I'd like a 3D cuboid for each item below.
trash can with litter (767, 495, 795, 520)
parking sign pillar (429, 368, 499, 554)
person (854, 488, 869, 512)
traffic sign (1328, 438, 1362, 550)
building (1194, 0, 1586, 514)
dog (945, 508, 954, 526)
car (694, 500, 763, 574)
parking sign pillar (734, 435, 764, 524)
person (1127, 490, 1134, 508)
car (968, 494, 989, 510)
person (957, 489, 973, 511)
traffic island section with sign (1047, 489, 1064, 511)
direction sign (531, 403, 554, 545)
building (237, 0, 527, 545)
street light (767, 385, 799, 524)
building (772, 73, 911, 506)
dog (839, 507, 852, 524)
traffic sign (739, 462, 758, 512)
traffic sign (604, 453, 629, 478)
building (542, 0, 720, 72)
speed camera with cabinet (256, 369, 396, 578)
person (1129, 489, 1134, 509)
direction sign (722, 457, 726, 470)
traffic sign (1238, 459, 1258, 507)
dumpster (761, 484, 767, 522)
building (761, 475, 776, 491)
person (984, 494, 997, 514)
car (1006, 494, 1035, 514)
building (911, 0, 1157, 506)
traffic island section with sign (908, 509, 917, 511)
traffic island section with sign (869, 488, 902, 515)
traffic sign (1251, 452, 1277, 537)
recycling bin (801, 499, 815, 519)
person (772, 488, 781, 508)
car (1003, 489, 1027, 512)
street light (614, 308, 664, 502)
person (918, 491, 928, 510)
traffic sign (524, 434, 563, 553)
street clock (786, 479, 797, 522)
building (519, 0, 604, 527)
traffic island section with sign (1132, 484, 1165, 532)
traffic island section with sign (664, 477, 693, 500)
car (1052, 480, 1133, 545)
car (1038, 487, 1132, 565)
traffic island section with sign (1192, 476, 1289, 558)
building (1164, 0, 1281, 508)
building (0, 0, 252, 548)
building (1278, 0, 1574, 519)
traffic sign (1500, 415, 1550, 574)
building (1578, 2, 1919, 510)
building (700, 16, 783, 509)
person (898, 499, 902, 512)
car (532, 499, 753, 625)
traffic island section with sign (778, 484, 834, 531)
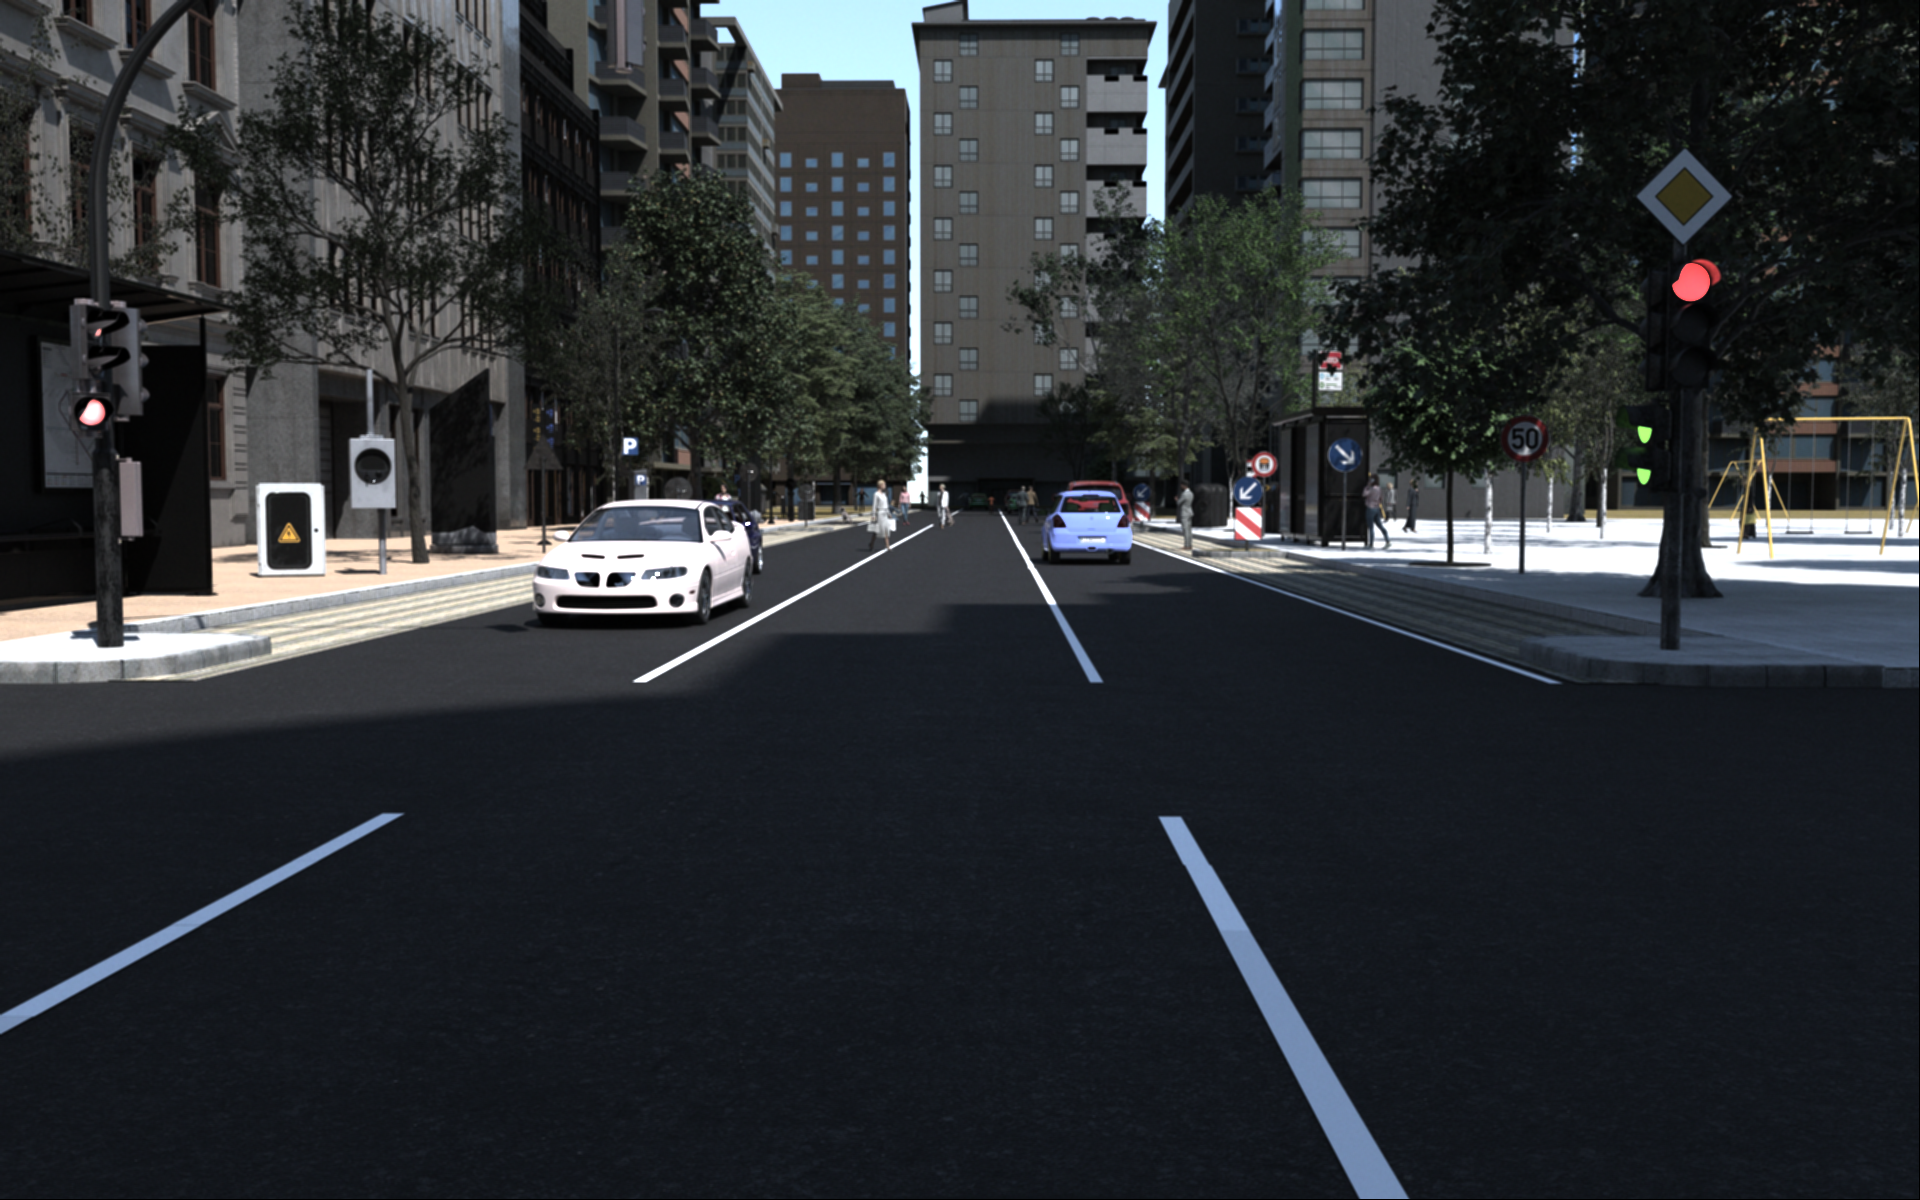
[{"bbox_3d":[-8.789,-4.589,86.092,1.678,1.210,2.233,-1,4,-18],"label":"trash can with litter"},{"bbox_3d":[-10.734,-2.992,37.386,1.447,3.967,1.447,0,4,5],"label":"parking sign pillar"},{"bbox_3d":[-7.181,-7.294,126.127,1.217,1.723,0.721,1,4,18],"label":"person"},{"bbox_3d":[8.753,-2.406,39.450,0.768,2.556,0.104,0,4,2],"label":"traffic sign"},{"bbox_3d":[29.188,-49.218,117.378,22.319,86.520,31.000,0,4,1],"label":"building"},{"bbox_3d":[-0.522,-3.783,78.696,0.513,0.831,0.800,0,4,7],"label":"dog"},{"bbox_3d":[-4.450,-1.050,29.753,1.945,1.354,3.894,0,4,1],"label":"car"},{"bbox_3d":[-9.280,-5.328,75.585,1.447,3.967,1.447,3,4,36],"label":"parking sign pillar"},{"bbox_3d":[16.052,-9.626,164.109,1.217,1.739,0.721,0,4,4],"label":"person"},{"bbox_3d":[1.717,-9.157,158.512,1.959,1.807,4.718,0,4,0],"label":"car"},{"bbox_3d":[0.464,-8.263,143.690,1.350,1.814,0.705,-1,4,-15],"label":"person"},{"bbox_3d":[8.153,-8.219,143.003,1.989,1.847,2.006,0,4,1],"label":"traffic island section with sign"},{"bbox_3d":[-10.510,-3.162,43.704,0.379,3.537,0.876,2,4,23],"label":"direction sign"},{"bbox_3d":[-22.036,-14.363,52.864,12.078,24.808,19.932,0,4,1],"label":"building"},{"bbox_3d":[-7.526,-6.194,73.805,1.470,5.913,1.316,0,4,1],"label":"street light"},{"bbox_3d":[-12.651,-32.891,187.879,14.200,45.320,14.600,0,4,1],"label":"building"},{"bbox_3d":[-5.398,-4.052,83.087,0.513,0.831,0.800,-3,4,-38],"label":"dog"},{"bbox_3d":[-8.443,-4.225,69.190,0.768,2.556,0.104,0,4,2],"label":"traffic sign"},{"bbox_3d":[-10.613,-3.286,53.724,0.884,2.594,0.081,0,4,1],"label":"traffic sign"},{"bbox_3d":[-26.604,-27.533,104.788,22.147,44.769,28.867,0,4,1],"label":"building"},{"bbox_3d":[-9.923,-2.004,27.098,2.038,3.252,0.660,-1,4,-22],"label":"speed camera with cabinet"},{"bbox_3d":[14.756,-8.805,150.720,0.721,1.743,1.217,-2,4,-30],"label":"person"},{"bbox_3d":[-10.502,-5.213,77.227,0.379,3.537,0.876,-1,4,-18],"label":"direction sign"},{"bbox_3d":[10.536,-3.859,63.197,0.768,2.556,0.104,0,4,6],"label":"traffic sign"},{"bbox_3d":[-9.456,-4.445,78.438,1.264,1.857,1.865,0,4,1],"label":"dumpster"},{"bbox_3d":[-34.196,-32.870,192.045,28.867,44.769,22.147,0,4,1],"label":"building"},{"bbox_3d":[2.230,-6.901,124.589,1.065,1.426,0.557,-2,4,-30],"label":"person"},{"bbox_3d":[4.420,-7.068,127.359,2.131,1.459,4.920,0,4,3],"label":"car"},{"bbox_3d":[8.976,-36.992,194.054,27.495,52.752,28.713,0,4,1],"label":"building"},{"bbox_3d":[-4.562,-8.233,143.235,1.989,1.847,2.006,0,4,1],"label":"traffic island section with sign"},{"bbox_3d":[-5.036,-6.584,116.284,1.989,1.847,2.006,0,4,1],"label":"traffic island section with sign"},{"bbox_3d":[9.113,-3.171,51.955,0.768,2.556,0.104,0,4,3],"label":"traffic sign"},{"bbox_3d":[-7.895,-4.722,89.760,0.722,1.027,0.722,0,4,-5],"label":"recycling bin"},{"bbox_3d":[-17.272,-9.500,160.995,1.348,1.869,0.705,-2,4,-29],"label":"person"},{"bbox_3d":[4.674,-8.221,143.088,2.281,1.827,5.304,0,4,1],"label":"car"},{"bbox_3d":[-8.097,-4.338,43.467,1.470,5.913,1.316,0,4,1],"label":"street light"},{"bbox_3d":[-3.323,-8.969,155.961,1.217,1.723,0.721,3,5,44],"label":"person"},{"bbox_3d":[-9.029,-2.295,37.523,0.884,2.594,0.081,0,4,6],"label":"traffic sign"},{"bbox_3d":[-7.881,-4.665,80.849,0.471,2.002,0.358,1,4,16],"label":"street clock"},{"bbox_3d":[-22.552,-14.746,70.769,12.332,23.373,15.834,0,4,1],"label":"building"},{"bbox_3d":[6.813,-3.537,66.457,1.989,1.847,2.006,0,4,1],"label":"traffic island section with sign"},{"bbox_3d":[-6.396,-1.866,39.140,1.989,1.847,2.006,0,4,1],"label":"traffic island section with sign"},{"bbox_3d":[3.774,-2.483,49.263,2.281,1.827,5.304,0,4,2],"label":"car"},{"bbox_3d":[2.628,-1.648,36.528,1.945,1.707,3.694,0,4,-1],"label":"car"},{"bbox_3d":[6.347,-1.889,39.506,1.989,1.847,2.006,0,4,1],"label":"traffic island section with sign"},{"bbox_3d":[29.091,-31.926,145.696,21.300,48.544,21.600,0,4,1],"label":"building"},{"bbox_3d":[-22.727,-12.001,32.366,11.583,22.565,21.152,0,4,1],"label":"building"},{"bbox_3d":[24.803,-25.226,96.034,14.154,41.232,14.086,0,4,1],"label":"building"},{"bbox_3d":[9.064,-1.698,27.870,0.768,2.556,0.104,0,4,6],"label":"traffic sign"},{"bbox_3d":[66.664,-29.972,144.673,28.867,44.769,22.147,0,4,1],"label":"building"},{"bbox_3d":[-27.435,-27.516,141.765,23.993,40.220,32.217,0,4,1],"label":"building"},{"bbox_3d":[-4.275,-7.186,129.211,0.991,1.433,0.599,3,4,37],"label":"person"},{"bbox_3d":[-3.635,-0.499,20.520,2.083,1.381,4.827,0,4,3],"label":"car"},{"bbox_3d":[-5.917,-3.560,66.829,1.989,1.847,2.006,0,4,1],"label":"traffic island section with sign"}]
